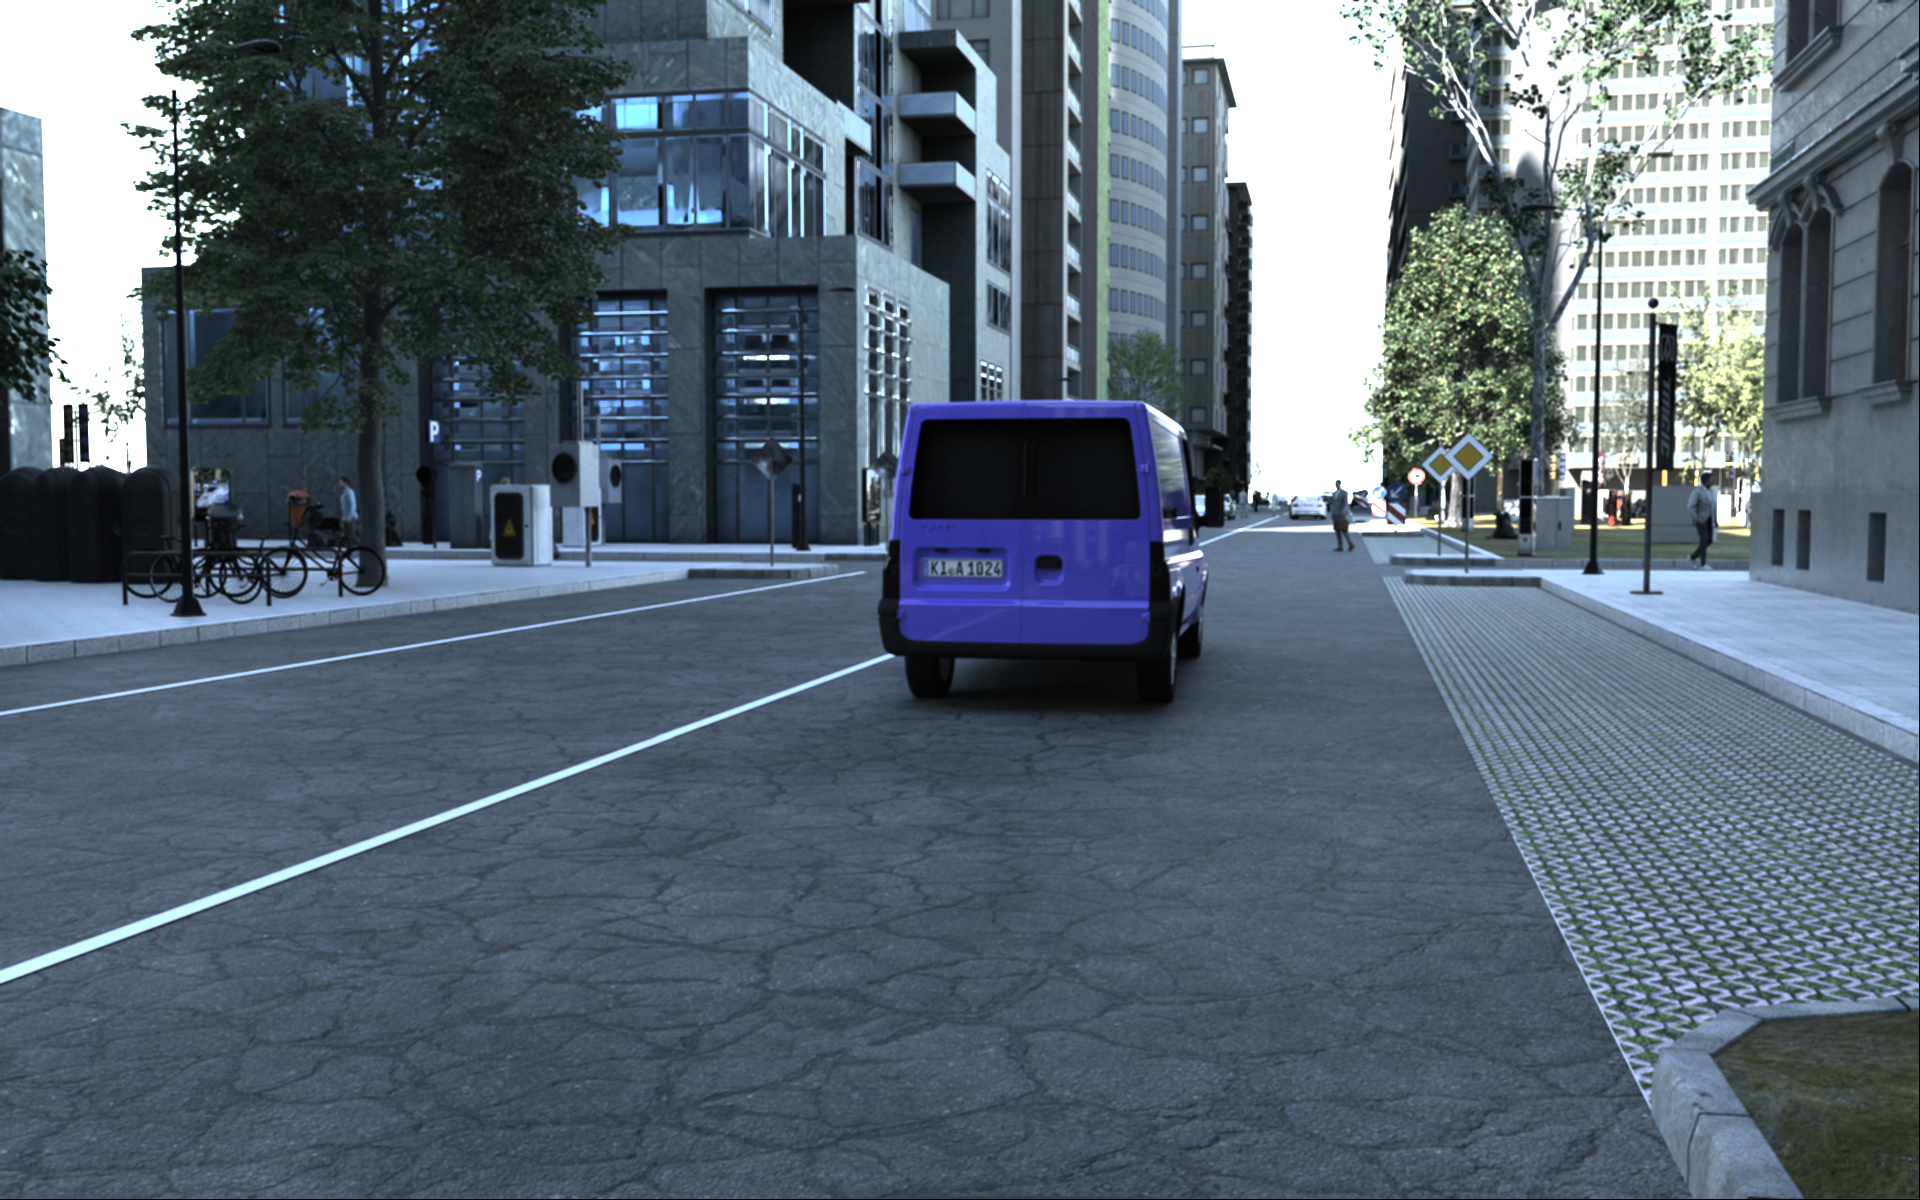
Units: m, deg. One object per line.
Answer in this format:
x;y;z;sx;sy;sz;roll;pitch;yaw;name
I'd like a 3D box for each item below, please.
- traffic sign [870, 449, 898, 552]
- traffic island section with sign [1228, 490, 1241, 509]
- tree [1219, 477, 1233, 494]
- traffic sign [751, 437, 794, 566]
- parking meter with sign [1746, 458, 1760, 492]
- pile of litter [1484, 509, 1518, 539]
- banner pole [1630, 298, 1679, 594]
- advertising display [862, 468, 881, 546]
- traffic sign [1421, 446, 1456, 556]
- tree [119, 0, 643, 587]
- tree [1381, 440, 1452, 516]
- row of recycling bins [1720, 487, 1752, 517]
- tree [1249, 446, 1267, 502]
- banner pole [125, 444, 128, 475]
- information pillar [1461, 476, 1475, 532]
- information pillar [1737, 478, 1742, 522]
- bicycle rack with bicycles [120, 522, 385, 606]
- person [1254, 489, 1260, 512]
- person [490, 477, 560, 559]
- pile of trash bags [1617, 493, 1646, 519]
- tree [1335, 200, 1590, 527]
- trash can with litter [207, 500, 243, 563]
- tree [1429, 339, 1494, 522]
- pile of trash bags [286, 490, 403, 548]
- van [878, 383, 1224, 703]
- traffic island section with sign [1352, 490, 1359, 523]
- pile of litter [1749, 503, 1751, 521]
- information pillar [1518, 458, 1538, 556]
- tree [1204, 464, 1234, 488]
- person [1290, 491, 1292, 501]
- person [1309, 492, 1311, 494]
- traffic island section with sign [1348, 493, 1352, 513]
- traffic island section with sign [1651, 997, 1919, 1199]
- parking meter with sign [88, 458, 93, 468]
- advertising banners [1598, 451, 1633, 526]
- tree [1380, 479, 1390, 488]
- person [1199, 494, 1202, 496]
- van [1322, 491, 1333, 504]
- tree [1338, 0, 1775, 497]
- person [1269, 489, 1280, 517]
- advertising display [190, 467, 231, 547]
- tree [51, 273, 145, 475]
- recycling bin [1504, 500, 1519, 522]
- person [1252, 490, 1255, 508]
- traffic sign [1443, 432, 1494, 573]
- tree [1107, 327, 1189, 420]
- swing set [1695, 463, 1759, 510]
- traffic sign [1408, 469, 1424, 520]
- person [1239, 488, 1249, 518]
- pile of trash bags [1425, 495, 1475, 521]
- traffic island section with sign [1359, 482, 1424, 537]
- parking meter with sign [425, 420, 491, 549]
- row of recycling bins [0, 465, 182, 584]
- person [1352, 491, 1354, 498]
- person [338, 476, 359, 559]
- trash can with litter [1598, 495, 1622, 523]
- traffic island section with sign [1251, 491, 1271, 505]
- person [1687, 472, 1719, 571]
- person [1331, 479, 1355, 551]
-1.617;-2.129;38.454;0.795;2.450;0.064;1;4;12;traffic sign
25.519;-9.391;162.174;1.989;1.847;2.006;1;4;12;traffic island section with sign
27.621;-11.488;182.430;1.663;3.219;1.824;0;3;0;tree
-3.330;-1.652;30.655;0.795;2.450;0.064;1;4;12;traffic sign
39.207;-5.415;84.800;1.738;3.016;0.543;-2;4;-26;parking meter with sign
15.816;-2.197;49.883;1.176;0.858;1.719;0;4;-4;pile of litter
9.029;-1.979;22.370;0.863;3.779;0.401;-3;5;-40;banner pole
-2.189;-2.300;42.821;0.123;1.923;0.974;1;4;18;advertising display
9.948;-1.973;35.903;0.795;2.450;0.064;1;4;12;traffic sign
-7.942;-6.477;24.026;7.486;12.596;7.792;0;3;0;tree
28.654;-7.790;111.084;4.285;4.588;4.351;0;3;0;tree
43.772;-5.399;95.382;3.534;1.692;1.069;2;4;26;row of recycling bins
45.589;-19.439;268.183;4.737;8.622;4.395;0;3;0;tree
-41.487;-5.892;86.352;0.401;3.779;0.863;-3;4;-37;banner pole
17.372;-3.348;59.237;0.304;2.012;0.304;-3;5;-40;information pillar
36.168;-4.631;80.205;0.304;2.012;0.304;2;4;25;information pillar
-8.850;-0.465;20.982;2.925;0.926;2.852;0;4;8;bicycle rack with bicycles
24.156;-8.105;141.028;0.705;1.823;1.348;0;4;-8;person
-9.658;-1.802;38.176;1.509;1.804;0.699;1;4;18;person
35.445;-4.968;90.977;3.447;1.369;1.912;-2;4;-31;pile of trash bags
19.585;-9.214;67.658;9.611;12.733;9.660;0;3;0;tree
-13.779;-1.291;32.497;0.624;1.170;1.055;-1;4;-22;trash can with litter
22.233;-7.849;78.694;4.737;8.622;4.395;0;3;0;tree
-15.323;-2.000;42.458;3.447;1.369;1.912;2;4;32;pile of trash bags
0.888;-0.569;13.690;2.240;2.365;5.245;1;4;11;van
20.357;-4.655;84.743;1.989;1.847;2.006;1;4;12;traffic island section with sign
37.441;-4.124;81.393;1.719;0.858;1.176;-2;4;-24;pile of litter
11.773;-1.923;35.929;0.304;2.012;0.304;2;4;31;information pillar
27.740;-12.396;186.395;4.285;4.588;4.351;0;3;0;tree
45.706;-14.109;239.275;0.705;1.812;1.348;1;4;16;person
42.594;-12.294;210.223;0.721;1.743;1.217;-1;4;-22;person
31.136;-7.654;133.778;1.989;1.847;2.006;1;4;12;traffic island section with sign
2.478;0.324;3.324;1.989;1.847;2.006;1;4;12;traffic island section with sign
-41.610;-5.410;84.720;1.738;3.016;0.543;-1;4;-14;parking meter with sign
26.413;-4.514;69.985;0.090;3.025;2.074;-1;4;-23;advertising banners
47.192;-12.032;191.326;1.663;3.219;1.824;0;3;0;tree
16.233;-6.468;117.467;0.599;1.433;0.991;2;4;33;person
45.642;-12.726;215.089;2.013;2.044;4.112;1;4;12;van
17.009;-11.630;46.039;12.611;20.169;13.585;0;3;0;tree
19.618;-6.074;108.165;0.694;1.780;0.624;3;5;40;person
-18.261;-2.265;42.239;0.123;1.923;0.974;2;4;35;advertising display
-27.332;-6.480;56.315;4.360;8.622;3.978;0;3;0;tree
25.319;-4.081;79.275;0.722;1.027;0.722;2;4;27;recycling bin
30.396;-10.452;179.472;0.705;1.814;1.350;0;4;0;person
8.235;-1.496;28.103;0.795;2.450;0.064;1;4;12;traffic sign
10.525;-11.113;107.451;9.928;11.665;9.643;0;3;0;tree
39.068;-5.559;88.515;3.119;2.851;2.862;2;4;30;swing set
22.859;-5.302;86.797;0.768;2.556;0.104;1;4;15;traffic sign
17.178;-5.893;104.953;0.635;1.810;0.391;2;4;34;person
24.219;-4.574;84.545;1.912;1.369;3.447;3;5;41;pile of trash bags
14.541;-3.036;58.262;1.989;1.847;2.006;1;4;12;traffic island section with sign
-11.604;-2.717;40.682;1.738;3.016;0.543;1;4;12;parking meter with sign
-12.836;-1.124;25.492;3.534;1.692;1.069;2;4;27;row of recycling bins
50.388;-13.039;221.779;0.705;1.812;1.348;2;4;24;person
-13.315;-1.800;37.943;0.620;1.820;0.660;-2;4;-35;person
29.424;-4.119;78.404;1.678;1.210;2.233;0;4;-5;trash can with litter
37.541;-12.738;216.892;1.989;1.847;2.006;1;4;12;traffic island section with sign
13.927;-1.482;32.577;0.661;1.843;0.795;-2;4;-23;person
9.560;-2.140;43.602;0.853;1.813;0.709;-2;4;-35;person
